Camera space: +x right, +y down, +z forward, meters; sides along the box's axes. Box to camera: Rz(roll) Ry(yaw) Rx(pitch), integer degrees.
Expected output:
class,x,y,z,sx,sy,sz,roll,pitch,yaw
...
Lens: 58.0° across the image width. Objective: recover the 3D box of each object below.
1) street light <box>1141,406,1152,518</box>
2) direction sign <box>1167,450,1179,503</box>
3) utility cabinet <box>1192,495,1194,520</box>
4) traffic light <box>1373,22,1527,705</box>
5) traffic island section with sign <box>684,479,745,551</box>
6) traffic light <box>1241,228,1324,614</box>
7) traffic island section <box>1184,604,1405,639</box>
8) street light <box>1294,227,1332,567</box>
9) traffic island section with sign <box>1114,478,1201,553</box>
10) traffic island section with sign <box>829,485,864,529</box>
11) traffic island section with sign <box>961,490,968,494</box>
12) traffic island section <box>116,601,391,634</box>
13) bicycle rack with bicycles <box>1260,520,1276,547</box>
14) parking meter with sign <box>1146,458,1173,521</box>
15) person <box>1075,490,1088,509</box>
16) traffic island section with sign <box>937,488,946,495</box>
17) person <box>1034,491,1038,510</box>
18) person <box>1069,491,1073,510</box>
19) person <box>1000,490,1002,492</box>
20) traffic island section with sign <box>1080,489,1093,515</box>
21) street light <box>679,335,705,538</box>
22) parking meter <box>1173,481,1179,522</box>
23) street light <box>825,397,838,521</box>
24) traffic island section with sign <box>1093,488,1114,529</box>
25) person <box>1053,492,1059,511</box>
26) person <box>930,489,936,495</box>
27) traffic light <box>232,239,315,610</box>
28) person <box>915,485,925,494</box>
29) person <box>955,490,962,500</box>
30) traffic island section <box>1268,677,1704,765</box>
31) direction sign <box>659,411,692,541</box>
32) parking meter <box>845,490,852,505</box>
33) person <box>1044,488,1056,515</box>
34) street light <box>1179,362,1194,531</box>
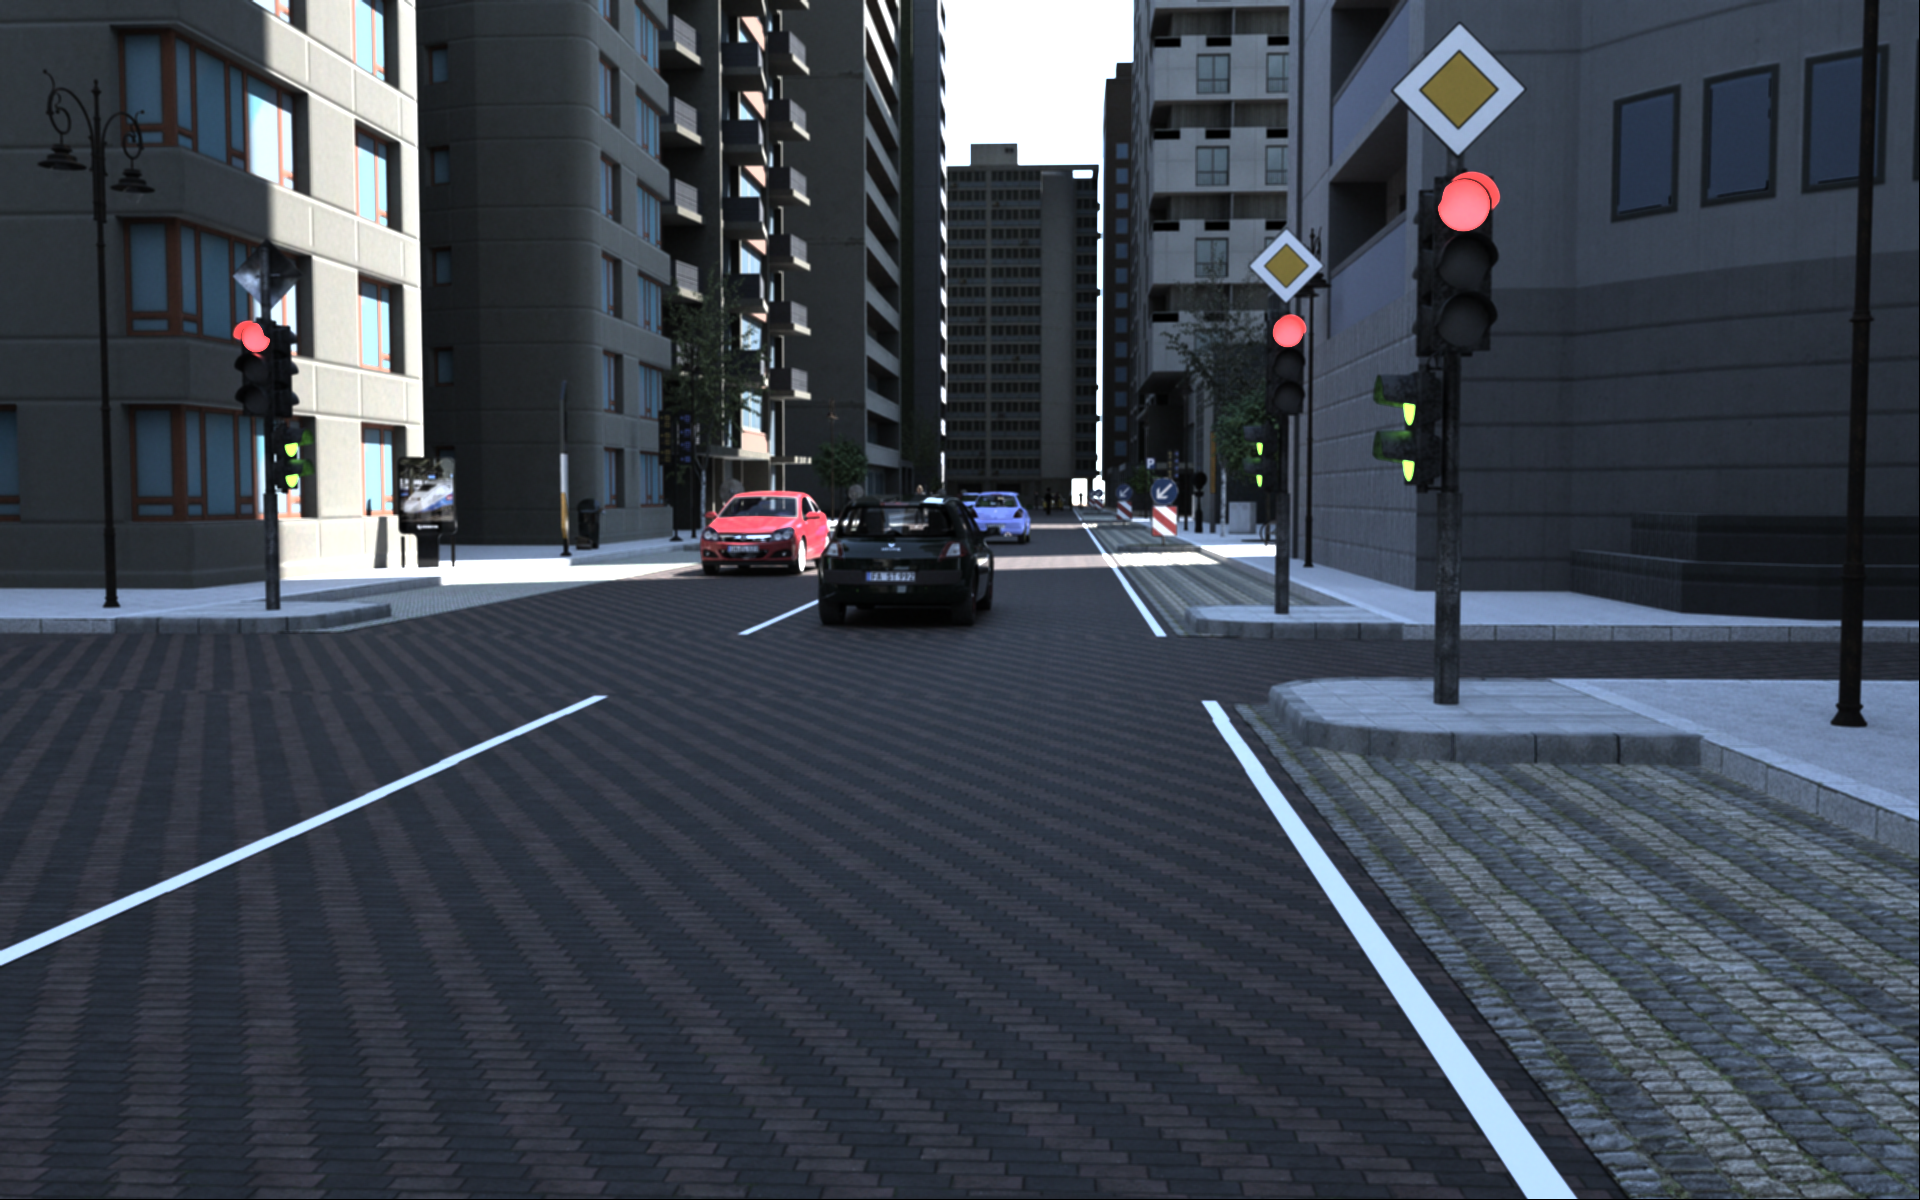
class,x,y,z,sx,sy,sz,roll,pitch,yaw
street light,9.819,-7.250,91.322,0.468,5.910,1.993,0,4,3
direction sign,10.844,-5.891,88.312,0.876,3.537,0.379,-3,5,-42
utility cabinet,11.765,-4.581,86.058,0.306,1.237,1.020,1,4,18
traffic light,2.961,-1.320,10.498,0.839,4.253,0.868,0,4,3
traffic island section with sign,-5.843,-2.168,44.068,1.989,1.847,2.006,0,4,3
traffic light,3.434,-1.807,18.469,0.839,4.253,0.868,0,4,3
traffic island section,3.474,0.226,18.581,2.009,0.180,2.903,0,4,3
street light,6.127,-3.517,30.283,0.468,5.910,1.993,0,4,3
traffic island section with sign,4.933,-2.111,43.137,1.989,1.847,2.006,0,4,3
traffic island section with sign,-4.249,-3.813,70.976,1.989,1.847,2.006,0,4,3
traffic island section with sign,0.390,-8.582,148.950,1.989,1.847,2.006,0,4,3
traffic island section,-7.648,0.186,19.244,2.009,0.180,2.903,0,4,3
bicycle rack with bicycles,8.630,-1.778,42.459,2.925,0.926,2.852,3,4,39
parking meter with sign,9.697,-5.345,83.644,0.543,3.016,1.738,3,5,41
person,11.599,-9.634,165.983,1.348,1.831,0.705,-1,4,-16
traffic island section with sign,-1.242,-6.903,121.498,1.989,1.847,2.006,0,4,3
person,6.928,-9.162,159.100,0.445,1.727,0.742,-3,4,-36
person,9.630,-8.712,151.668,0.721,1.736,1.217,1,4,9
person,3.163,-7.757,136.041,1.217,1.735,0.721,-1,4,-12
traffic island section with sign,9.519,-6.821,120.156,1.989,1.847,2.006,0,4,3
street light,-7.780,-4.751,50.460,0.468,5.910,1.993,0,4,3
parking meter,9.959,-4.535,79.858,0.255,1.863,0.399,0,4,-2
street light,-5.967,-6.612,80.894,0.468,5.910,1.993,0,4,3
traffic island section with sign,6.572,-3.797,70.714,1.989,1.847,2.006,0,4,3
person,8.040,-8.245,144.780,0.415,1.643,0.593,3,5,45
person,-1.786,-6.203,110.726,0.445,1.727,0.742,1,4,19
traffic light,-7.608,-1.846,19.107,0.839,4.253,0.868,0,4,3
person,-1.649,-3.988,73.887,0.709,1.800,0.728,2,4,24
person,0.016,-8.139,142.298,1.217,1.743,0.721,0,4,-2
traffic island section,3.000,0.714,10.610,2.009,0.180,2.903,0,4,3
direction sign,-7.748,-3.375,47.178,0.876,3.537,0.379,-1,4,-13
parking meter,-6.076,-5.276,94.669,0.372,1.533,0.369,0,3,0
person,6.016,-6.651,116.878,0.705,1.869,1.348,-2,4,-28
street light,7.961,-5.387,60.866,0.468,5.910,1.993,0,4,3
